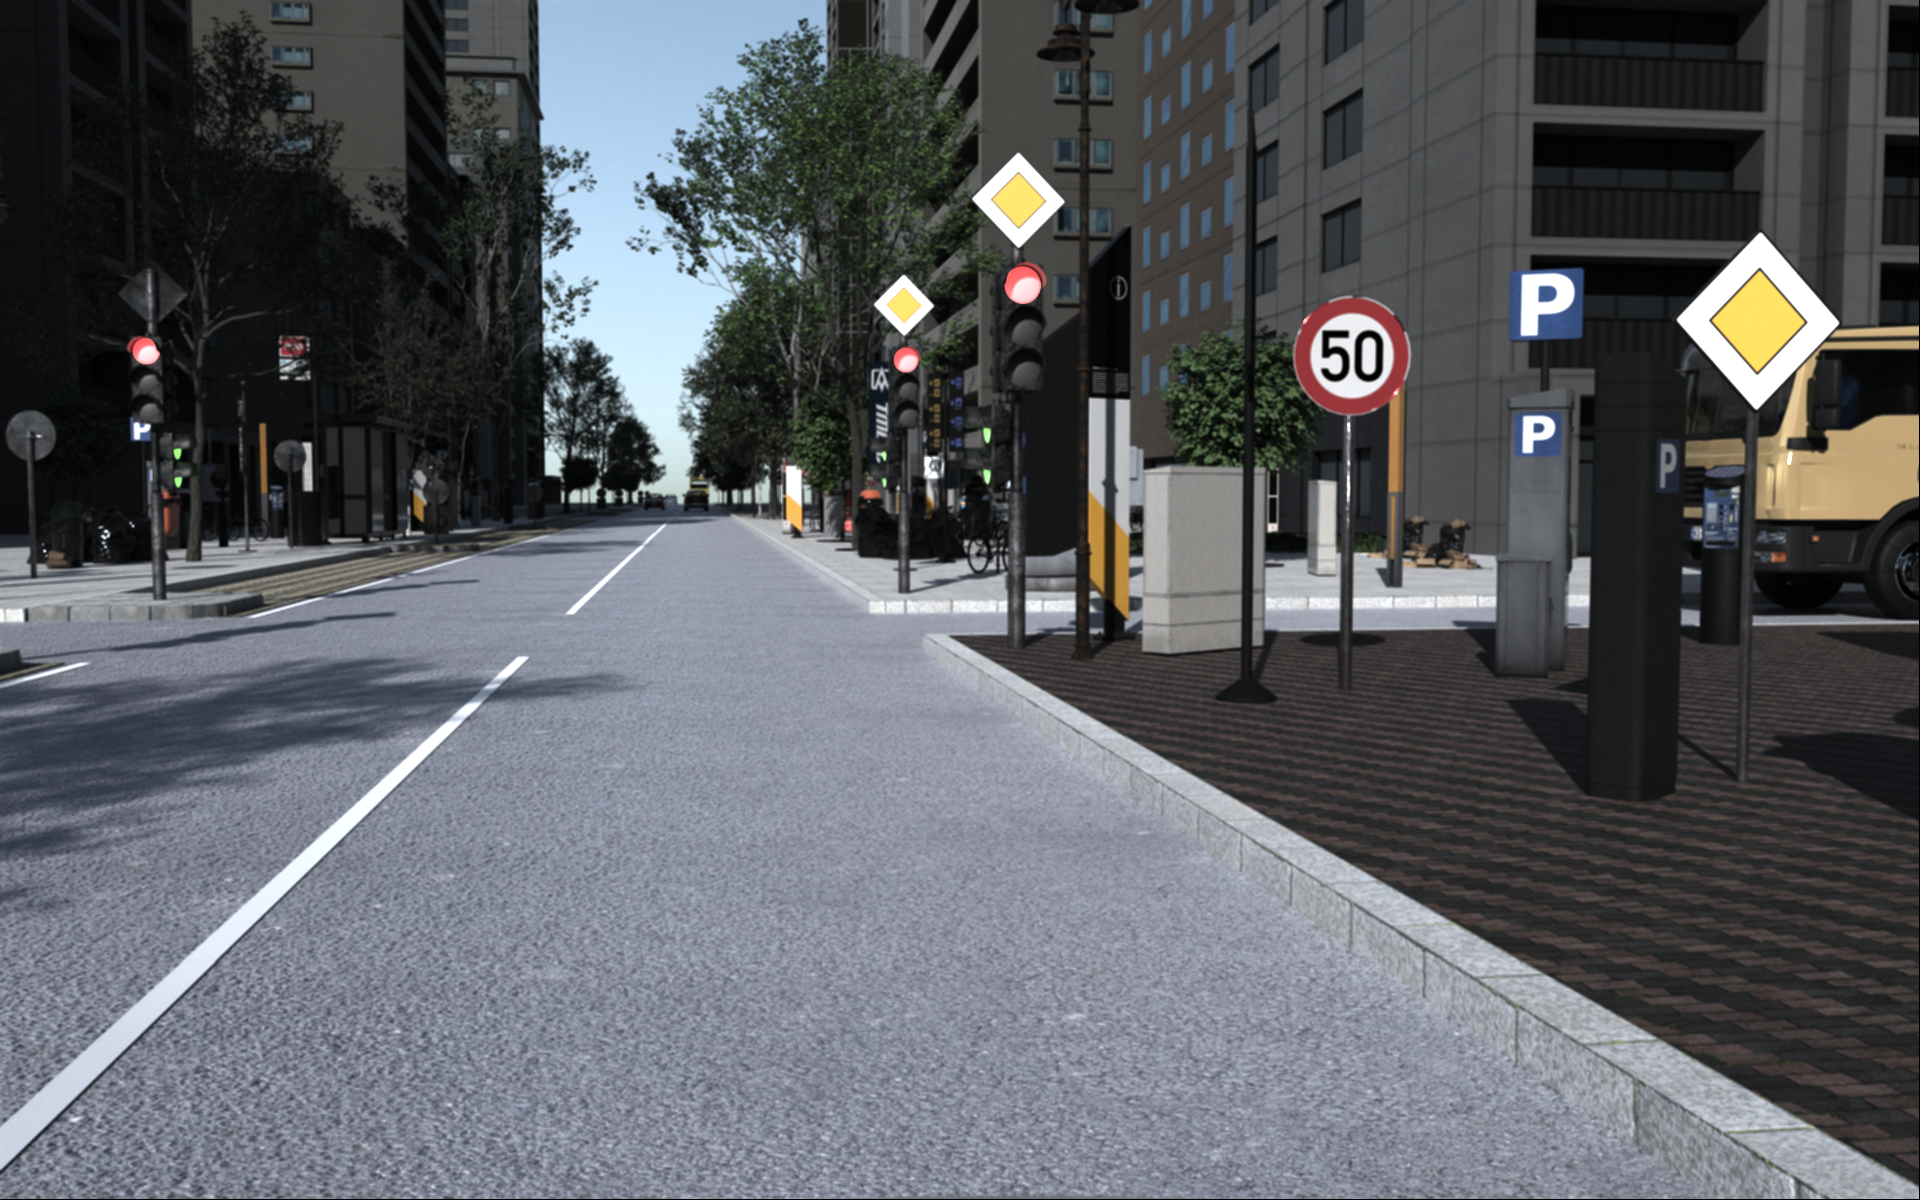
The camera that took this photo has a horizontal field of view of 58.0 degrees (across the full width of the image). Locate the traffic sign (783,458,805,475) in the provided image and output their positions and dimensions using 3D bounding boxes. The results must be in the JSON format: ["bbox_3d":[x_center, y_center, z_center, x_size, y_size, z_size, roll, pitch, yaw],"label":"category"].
[{"bbox_3d":[-5.120,-3.297,54.005,0.768,2.556,0.104,0,4,-1],"label":"traffic sign"}]

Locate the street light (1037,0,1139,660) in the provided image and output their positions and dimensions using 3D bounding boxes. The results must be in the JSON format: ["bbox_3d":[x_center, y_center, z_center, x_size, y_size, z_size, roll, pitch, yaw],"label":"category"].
[{"bbox_3d":[0.955,-2.479,13.321,0.468,5.910,1.993,-1,4,-9],"label":"street light"}]

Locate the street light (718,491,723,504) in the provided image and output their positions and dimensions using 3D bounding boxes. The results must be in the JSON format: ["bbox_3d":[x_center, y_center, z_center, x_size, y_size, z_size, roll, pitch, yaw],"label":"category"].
[{"bbox_3d":[-35.339,-17.169,253.493,0.468,5.910,1.993,-1,4,-9],"label":"street light"}]

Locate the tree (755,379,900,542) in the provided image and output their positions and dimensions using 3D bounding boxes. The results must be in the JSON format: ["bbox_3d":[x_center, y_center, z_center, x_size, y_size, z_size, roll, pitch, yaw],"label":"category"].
[{"bbox_3d":[-3.153,-3.853,46.716,4.285,4.588,4.351,0,3,0],"label":"tree"}]

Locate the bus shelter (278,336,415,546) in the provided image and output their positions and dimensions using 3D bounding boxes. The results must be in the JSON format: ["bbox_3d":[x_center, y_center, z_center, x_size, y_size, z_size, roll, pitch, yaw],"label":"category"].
[{"bbox_3d":[-16.500,-4.218,46.591,2.179,5.291,8.768,-1,4,-8],"label":"bus shelter"}]

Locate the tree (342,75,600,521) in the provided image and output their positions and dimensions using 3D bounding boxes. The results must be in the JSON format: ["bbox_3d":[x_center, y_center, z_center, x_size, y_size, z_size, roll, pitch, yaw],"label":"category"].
[{"bbox_3d":[-23.046,-13.784,81.263,12.611,20.169,13.585,0,3,0],"label":"tree"}]

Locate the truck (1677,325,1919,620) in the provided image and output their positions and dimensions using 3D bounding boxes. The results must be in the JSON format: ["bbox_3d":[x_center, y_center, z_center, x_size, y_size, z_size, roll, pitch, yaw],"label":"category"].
[{"bbox_3d":[12.828,-1.535,21.020,9.791,3.379,3.469,-1,4,-8],"label":"truck"}]

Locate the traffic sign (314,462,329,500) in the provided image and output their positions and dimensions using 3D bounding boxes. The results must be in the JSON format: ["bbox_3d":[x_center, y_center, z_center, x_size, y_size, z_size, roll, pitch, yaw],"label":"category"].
[{"bbox_3d":[-19.696,-3.308,54.084,0.884,2.594,0.081,0,4,-8],"label":"traffic sign"}]

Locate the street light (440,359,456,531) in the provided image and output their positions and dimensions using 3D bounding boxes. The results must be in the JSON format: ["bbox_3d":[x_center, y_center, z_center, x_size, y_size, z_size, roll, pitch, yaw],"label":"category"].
[{"bbox_3d":[-17.522,-5.301,59.454,0.468,5.910,1.993,-1,4,-9],"label":"street light"}]

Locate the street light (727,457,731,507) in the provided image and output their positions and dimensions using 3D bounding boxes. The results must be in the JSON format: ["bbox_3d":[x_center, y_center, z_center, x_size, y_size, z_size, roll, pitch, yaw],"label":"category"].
[{"bbox_3d":[-22.822,-12.142,171.308,0.468,5.910,1.993,-1,4,-9],"label":"street light"}]

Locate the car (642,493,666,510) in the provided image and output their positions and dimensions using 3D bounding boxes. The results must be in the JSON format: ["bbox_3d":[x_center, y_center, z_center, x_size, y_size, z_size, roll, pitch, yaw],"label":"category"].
[{"bbox_3d":[-27.651,-9.040,156.846,2.155,1.783,4.494,0,4,-7],"label":"car"}]

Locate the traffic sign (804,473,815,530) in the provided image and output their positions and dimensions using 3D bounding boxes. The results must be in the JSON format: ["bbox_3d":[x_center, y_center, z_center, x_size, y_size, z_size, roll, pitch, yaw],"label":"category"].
[{"bbox_3d":[-5.135,-3.714,60.728,0.884,2.594,0.081,0,4,1],"label":"traffic sign"}]

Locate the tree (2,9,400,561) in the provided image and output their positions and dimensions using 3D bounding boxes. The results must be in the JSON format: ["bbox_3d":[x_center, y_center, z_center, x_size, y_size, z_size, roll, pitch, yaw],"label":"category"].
[{"bbox_3d":[-14.304,-6.020,32.844,7.601,10.594,8.767,-1,4,-20],"label":"tree"}]

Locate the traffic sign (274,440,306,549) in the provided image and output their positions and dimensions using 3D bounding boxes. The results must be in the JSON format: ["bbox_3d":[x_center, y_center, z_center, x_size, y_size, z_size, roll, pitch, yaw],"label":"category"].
[{"bbox_3d":[-15.748,-2.484,40.715,0.768,2.556,0.104,0,4,0],"label":"traffic sign"}]

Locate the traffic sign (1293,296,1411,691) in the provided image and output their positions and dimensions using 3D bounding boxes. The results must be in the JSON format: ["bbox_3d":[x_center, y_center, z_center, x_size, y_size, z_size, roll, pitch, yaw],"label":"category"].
[{"bbox_3d":[2.520,-0.681,11.247,0.768,2.556,0.104,0,4,-3],"label":"traffic sign"}]

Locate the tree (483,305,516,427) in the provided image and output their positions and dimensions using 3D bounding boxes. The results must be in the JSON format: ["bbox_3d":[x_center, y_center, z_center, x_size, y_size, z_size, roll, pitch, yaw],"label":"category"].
[{"bbox_3d":[-18.198,-6.870,62.683,4.360,8.622,3.978,0,3,0],"label":"tree"}]

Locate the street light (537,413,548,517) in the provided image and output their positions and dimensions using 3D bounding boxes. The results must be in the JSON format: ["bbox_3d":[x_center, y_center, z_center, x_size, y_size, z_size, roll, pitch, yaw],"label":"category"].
[{"bbox_3d":[-23.405,-7.608,97.185,0.468,5.910,1.993,-1,4,-9],"label":"street light"}]

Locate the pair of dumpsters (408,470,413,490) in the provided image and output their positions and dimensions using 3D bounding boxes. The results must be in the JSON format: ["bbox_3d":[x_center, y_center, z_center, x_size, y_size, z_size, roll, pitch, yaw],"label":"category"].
[{"bbox_3d":[-21.879,-3.938,66.880,1.574,2.255,4.437,-1,4,-8],"label":"pair of dumpsters"}]

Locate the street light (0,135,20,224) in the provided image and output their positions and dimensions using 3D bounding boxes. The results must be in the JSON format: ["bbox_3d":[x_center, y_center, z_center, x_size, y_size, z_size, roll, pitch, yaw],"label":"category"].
[{"bbox_3d":[-11.817,-2.942,20.889,0.468,5.910,1.993,-1,4,-9],"label":"street light"}]

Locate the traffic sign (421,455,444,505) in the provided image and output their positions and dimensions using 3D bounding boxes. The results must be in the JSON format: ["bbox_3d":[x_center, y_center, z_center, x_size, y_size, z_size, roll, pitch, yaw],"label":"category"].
[{"bbox_3d":[-17.346,-3.476,56.936,0.768,2.556,0.104,0,4,1],"label":"traffic sign"}]

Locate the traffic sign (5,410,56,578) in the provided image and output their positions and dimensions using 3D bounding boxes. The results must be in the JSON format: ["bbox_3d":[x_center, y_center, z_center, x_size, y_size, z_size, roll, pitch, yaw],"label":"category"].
[{"bbox_3d":[-14.113,-1.603,26.317,0.768,2.556,0.104,0,4,0],"label":"traffic sign"}]

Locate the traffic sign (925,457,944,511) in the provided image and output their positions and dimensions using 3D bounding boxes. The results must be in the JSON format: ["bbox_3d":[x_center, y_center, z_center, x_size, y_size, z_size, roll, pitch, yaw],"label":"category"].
[{"bbox_3d":[-0.672,-2.747,47.040,0.606,2.300,0.079,0,4,-6],"label":"traffic sign"}]

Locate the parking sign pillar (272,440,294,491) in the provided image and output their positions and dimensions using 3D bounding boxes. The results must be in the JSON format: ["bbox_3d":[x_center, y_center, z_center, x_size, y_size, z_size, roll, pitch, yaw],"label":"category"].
[{"bbox_3d":[-33.762,-5.989,86.393,1.447,3.967,1.447,1,4,8],"label":"parking sign pillar"}]

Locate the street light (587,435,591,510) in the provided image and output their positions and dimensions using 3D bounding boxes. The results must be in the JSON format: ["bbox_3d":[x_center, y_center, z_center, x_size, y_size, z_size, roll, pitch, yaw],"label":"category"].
[{"bbox_3d":[-29.114,-9.973,135.853,0.468,5.910,1.993,-1,4,-9],"label":"street light"}]

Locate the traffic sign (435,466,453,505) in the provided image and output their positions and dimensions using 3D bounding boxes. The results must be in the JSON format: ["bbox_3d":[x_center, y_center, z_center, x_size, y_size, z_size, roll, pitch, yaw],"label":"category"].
[{"bbox_3d":[-20.202,-4.129,67.515,0.884,2.594,0.081,0,4,-6],"label":"traffic sign"}]

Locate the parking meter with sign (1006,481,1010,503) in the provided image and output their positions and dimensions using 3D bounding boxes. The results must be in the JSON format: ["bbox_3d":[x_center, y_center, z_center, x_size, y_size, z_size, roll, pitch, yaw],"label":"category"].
[{"bbox_3d":[2.190,-4.820,75.064,0.543,3.016,1.738,0,4,6],"label":"parking meter with sign"}]

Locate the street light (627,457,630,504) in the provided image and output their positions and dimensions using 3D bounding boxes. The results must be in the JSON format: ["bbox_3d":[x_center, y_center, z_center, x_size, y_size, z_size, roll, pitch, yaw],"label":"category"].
[{"bbox_3d":[-41.526,-14.945,217.131,0.468,5.910,1.993,-1,4,-9],"label":"street light"}]

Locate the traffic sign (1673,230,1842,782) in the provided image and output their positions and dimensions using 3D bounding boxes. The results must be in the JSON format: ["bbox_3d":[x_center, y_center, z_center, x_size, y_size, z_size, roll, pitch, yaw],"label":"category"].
[{"bbox_3d":[3.494,-0.397,7.670,0.795,2.450,0.064,0,4,-8],"label":"traffic sign"}]

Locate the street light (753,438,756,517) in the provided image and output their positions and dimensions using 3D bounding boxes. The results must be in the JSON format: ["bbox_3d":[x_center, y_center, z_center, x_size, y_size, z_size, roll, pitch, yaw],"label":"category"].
[{"bbox_3d":[-11.457,-7.555,96.307,0.468,5.910,1.993,-1,4,-9],"label":"street light"}]

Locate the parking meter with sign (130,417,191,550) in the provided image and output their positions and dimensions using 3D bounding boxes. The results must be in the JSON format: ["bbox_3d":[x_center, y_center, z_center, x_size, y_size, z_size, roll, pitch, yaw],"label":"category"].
[{"bbox_3d":[-18.344,-2.671,39.937,0.543,3.016,1.738,0,4,5],"label":"parking meter with sign"}]

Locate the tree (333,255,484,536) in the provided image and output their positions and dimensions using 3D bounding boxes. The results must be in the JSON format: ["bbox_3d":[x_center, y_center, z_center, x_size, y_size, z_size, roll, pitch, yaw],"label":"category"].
[{"bbox_3d":[-17.006,-6.284,53.113,4.360,8.622,3.978,0,3,0],"label":"tree"}]

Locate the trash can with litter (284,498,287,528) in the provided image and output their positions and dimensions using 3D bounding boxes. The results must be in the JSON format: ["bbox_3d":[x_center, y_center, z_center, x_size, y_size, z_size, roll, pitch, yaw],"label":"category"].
[{"bbox_3d":[-25.801,-3.346,66.096,1.055,1.170,0.624,0,4,3],"label":"trash can with litter"}]

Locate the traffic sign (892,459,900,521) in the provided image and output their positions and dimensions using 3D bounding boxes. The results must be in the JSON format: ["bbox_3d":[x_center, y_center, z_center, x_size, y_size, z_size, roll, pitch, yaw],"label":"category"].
[{"bbox_3d":[-2.294,-3.656,59.889,0.768,2.556,0.104,0,4,-1],"label":"traffic sign"}]

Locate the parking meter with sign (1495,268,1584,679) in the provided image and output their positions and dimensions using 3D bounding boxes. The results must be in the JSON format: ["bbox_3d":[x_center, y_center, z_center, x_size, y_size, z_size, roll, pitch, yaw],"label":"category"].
[{"bbox_3d":[4.251,-1.010,12.770,0.543,3.016,1.738,1,4,22],"label":"parking meter with sign"}]

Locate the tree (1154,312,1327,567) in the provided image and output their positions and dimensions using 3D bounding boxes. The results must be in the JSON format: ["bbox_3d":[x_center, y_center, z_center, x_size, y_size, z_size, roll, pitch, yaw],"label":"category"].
[{"bbox_3d":[5.008,-2.877,30.759,4.285,4.588,4.351,0,3,0],"label":"tree"}]

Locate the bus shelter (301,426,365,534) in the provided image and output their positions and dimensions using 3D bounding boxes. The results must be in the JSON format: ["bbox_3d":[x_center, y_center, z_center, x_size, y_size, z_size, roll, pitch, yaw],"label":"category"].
[{"bbox_3d":[-20.637,-4.107,58.439,1.731,3.624,6.357,-1,4,-9],"label":"bus shelter"}]

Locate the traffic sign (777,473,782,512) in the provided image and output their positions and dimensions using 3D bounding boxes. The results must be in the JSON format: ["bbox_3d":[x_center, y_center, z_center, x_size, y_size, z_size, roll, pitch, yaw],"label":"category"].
[{"bbox_3d":[-9.941,-5.826,95.358,0.768,2.556,0.104,0,4,-8],"label":"traffic sign"}]

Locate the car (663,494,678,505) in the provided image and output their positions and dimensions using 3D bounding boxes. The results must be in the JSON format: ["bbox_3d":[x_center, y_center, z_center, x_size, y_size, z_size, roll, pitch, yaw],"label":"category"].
[{"bbox_3d":[-38.626,-13.407,231.199,2.014,1.417,4.499,-1,4,-9],"label":"car"}]

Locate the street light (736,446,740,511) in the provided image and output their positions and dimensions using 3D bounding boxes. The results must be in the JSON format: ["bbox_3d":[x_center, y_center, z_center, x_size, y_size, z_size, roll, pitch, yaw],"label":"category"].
[{"bbox_3d":[-16.966,-9.774,132.596,0.468,5.910,1.993,-1,4,-9],"label":"street light"}]

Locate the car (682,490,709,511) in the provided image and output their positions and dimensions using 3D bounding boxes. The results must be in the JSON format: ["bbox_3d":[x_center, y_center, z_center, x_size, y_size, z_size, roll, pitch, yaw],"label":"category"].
[{"bbox_3d":[-22.578,-8.533,148.180,2.281,1.827,5.304,-1,4,-10],"label":"car"}]

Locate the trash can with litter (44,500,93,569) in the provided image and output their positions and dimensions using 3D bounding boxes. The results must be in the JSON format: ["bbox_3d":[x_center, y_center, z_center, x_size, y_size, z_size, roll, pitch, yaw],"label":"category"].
[{"bbox_3d":[-15.459,-1.138,30.000,0.624,1.170,1.055,-1,4,-15],"label":"trash can with litter"}]

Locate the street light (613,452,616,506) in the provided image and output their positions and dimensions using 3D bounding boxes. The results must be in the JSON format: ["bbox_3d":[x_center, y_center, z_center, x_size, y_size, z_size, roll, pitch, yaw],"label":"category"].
[{"bbox_3d":[-35.659,-12.598,178.758,0.468,5.910,1.993,-1,4,-9],"label":"street light"}]

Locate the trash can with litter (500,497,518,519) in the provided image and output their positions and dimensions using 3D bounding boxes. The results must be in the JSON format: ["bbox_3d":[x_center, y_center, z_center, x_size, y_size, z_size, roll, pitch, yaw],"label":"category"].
[{"bbox_3d":[-24.218,-4.902,91.208,2.233,1.210,1.678,-1,4,-11],"label":"trash can with litter"}]

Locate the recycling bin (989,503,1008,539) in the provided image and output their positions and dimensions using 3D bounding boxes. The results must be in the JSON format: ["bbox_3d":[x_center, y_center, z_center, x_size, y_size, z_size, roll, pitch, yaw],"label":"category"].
[{"bbox_3d":[1.165,-2.286,49.936,0.722,1.027,0.722,-2,4,-30],"label":"recycling bin"}]

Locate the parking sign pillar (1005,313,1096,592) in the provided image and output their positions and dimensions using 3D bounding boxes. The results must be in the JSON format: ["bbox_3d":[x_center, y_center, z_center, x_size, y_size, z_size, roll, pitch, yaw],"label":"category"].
[{"bbox_3d":[1.330,-2.130,23.297,1.447,3.967,1.447,-2,4,-31],"label":"parking sign pillar"}]

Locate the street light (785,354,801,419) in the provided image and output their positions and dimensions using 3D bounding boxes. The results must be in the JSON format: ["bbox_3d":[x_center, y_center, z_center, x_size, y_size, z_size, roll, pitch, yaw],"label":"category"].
[{"bbox_3d":[-5.512,-5.161,57.174,0.468,5.910,1.993,-1,4,-9],"label":"street light"}]

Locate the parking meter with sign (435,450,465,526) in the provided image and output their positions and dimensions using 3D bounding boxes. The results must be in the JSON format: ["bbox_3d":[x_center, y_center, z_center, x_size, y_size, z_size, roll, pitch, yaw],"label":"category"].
[{"bbox_3d":[-20.277,-4.432,68.729,0.543,3.016,1.738,0,4,-1],"label":"parking meter with sign"}]

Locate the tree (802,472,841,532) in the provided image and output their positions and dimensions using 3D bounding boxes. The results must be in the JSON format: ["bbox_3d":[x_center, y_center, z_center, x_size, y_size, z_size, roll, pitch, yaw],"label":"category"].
[{"bbox_3d":[-4.799,-3.973,59.552,1.663,3.219,1.824,0,3,0],"label":"tree"}]
